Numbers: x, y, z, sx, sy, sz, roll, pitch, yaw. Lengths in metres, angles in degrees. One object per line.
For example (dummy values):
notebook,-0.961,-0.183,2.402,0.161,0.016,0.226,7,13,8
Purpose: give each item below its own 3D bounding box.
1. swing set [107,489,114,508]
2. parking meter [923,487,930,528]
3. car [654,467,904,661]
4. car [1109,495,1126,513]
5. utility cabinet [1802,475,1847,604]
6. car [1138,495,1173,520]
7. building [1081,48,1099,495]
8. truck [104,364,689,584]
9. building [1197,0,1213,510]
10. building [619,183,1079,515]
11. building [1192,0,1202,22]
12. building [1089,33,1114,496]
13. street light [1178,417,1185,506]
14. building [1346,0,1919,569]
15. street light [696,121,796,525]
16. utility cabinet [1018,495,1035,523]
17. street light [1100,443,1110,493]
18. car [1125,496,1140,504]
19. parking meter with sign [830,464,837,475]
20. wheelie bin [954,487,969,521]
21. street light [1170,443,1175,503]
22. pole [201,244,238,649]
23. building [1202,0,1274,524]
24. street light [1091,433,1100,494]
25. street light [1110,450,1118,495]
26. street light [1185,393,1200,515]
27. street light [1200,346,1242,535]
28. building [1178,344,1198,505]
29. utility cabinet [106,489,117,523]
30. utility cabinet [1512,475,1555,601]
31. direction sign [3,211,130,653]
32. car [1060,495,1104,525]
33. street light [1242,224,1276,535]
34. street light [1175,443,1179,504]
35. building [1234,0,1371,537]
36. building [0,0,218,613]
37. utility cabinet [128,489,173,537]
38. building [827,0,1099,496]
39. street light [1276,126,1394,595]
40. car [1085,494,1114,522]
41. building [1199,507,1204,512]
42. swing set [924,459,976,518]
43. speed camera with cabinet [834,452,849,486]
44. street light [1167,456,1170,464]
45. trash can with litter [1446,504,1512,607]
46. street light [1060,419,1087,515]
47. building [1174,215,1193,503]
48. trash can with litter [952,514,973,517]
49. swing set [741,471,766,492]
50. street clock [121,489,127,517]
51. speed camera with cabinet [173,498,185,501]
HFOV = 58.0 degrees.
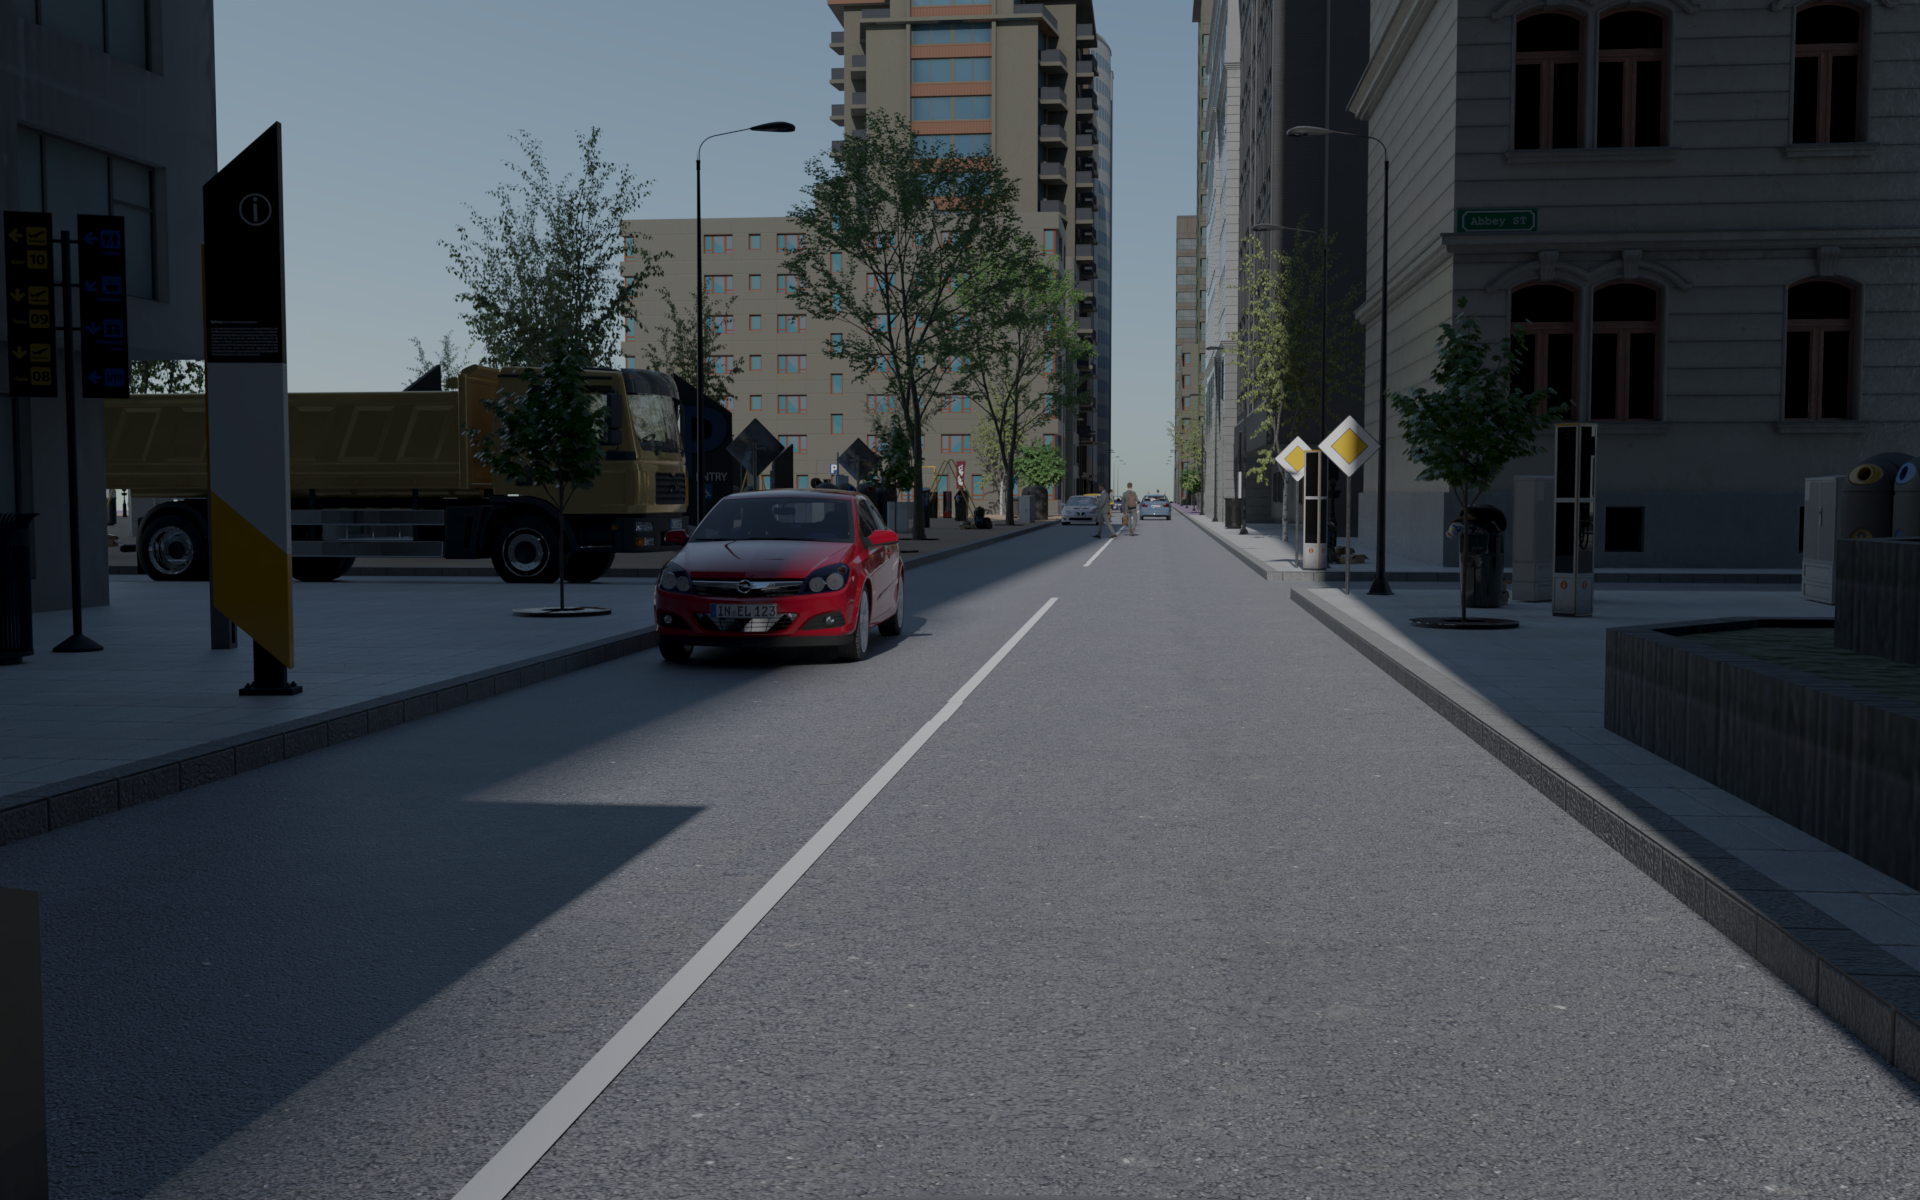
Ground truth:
swing set,-26.756,-3.686,57.893,2.862,2.851,3.119,1,4,14
parking meter,-1.328,-3.504,65.709,0.372,1.533,0.369,0,3,0
car,-1.591,-0.441,16.247,2.155,1.783,4.494,0,4,5
car,11.798,-7.374,133.142,1.945,1.354,3.894,0,4,8
utility cabinet,10.238,-0.715,20.371,0.318,1.500,1.173,1,4,10
car,10.793,-5.125,95.791,2.014,1.417,4.499,0,4,6
building,6.014,-31.906,171.777,14.600,45.320,14.200,0,4,6
truck,-8.426,-1.922,27.352,9.791,3.379,3.469,0,4,8
building,26.991,-28.202,144.695,14.154,41.232,14.086,0,4,6
building,-6.080,-16.952,122.208,27.650,21.520,28.899,0,4,6
building,36.558,-35.163,164.152,28.713,52.752,27.495,0,4,6
building,8.227,-41.324,217.639,21.231,58.520,28.212,0,4,6
street light,14.308,-8.168,106.085,1.470,5.913,1.316,0,4,6
building,20.204,-15.107,34.394,23.554,28.519,14.401,0,4,6
street light,-2.746,-3.013,21.811,1.470,5.913,1.316,0,4,6
utility cabinet,2.974,-4.043,77.257,0.306,1.237,1.020,-2,4,-27
street light,12.506,-11.237,156.273,1.470,5.913,1.316,0,4,6
car,24.294,-14.173,244.090,2.083,1.381,4.827,0,4,8
parking meter with sign,-6.959,-6.426,101.326,0.543,3.016,1.738,1,4,23
wheelie bin,0.098,-4.543,82.192,0.693,1.594,0.980,1,4,11
street light,19.933,-11.227,156.106,1.470,5.913,1.316,0,4,6
pole,-6.109,-1.250,14.284,0.158,3.312,0.155,0,3,0
building,18.491,-19.036,88.738,11.434,29.767,29.804,0,4,6
street light,9.703,-9.734,131.684,1.470,5.913,1.316,0,4,6
street light,16.214,-13.263,189.392,1.470,5.913,1.316,0,4,6
street light,11.271,-6.575,80.038,1.470,5.913,1.316,0,4,6
street light,8.410,-5.011,54.467,1.470,5.913,1.316,0,4,6
building,40.935,-22.465,212.340,27.650,21.520,28.899,0,4,6
utility cabinet,-37.358,-4.126,76.140,0.318,1.500,1.173,-3,4,-38
utility cabinet,7.102,-0.744,20.848,1.173,1.500,0.318,-3,5,-43
direction sign,-7.218,-1.350,14.069,0.876,3.537,0.379,-1,4,-18
car,5.769,-4.203,81.088,2.083,1.381,4.827,0,4,7
street light,5.709,-3.506,29.866,1.470,5.913,1.316,0,4,6
street light,17.180,-9.688,130.944,1.470,5.913,1.316,0,4,6
building,17.588,-16.414,61.871,14.314,27.812,24.014,0,4,6
building,-16.100,-20.345,16.239,14.086,41.232,14.154,0,4,6
utility cabinet,-24.179,-2.634,51.737,1.173,1.500,0.318,-3,5,-43
building,0.661,-30.332,150.547,22.147,44.769,28.867,0,4,6
street light,4.828,-3.025,21.996,1.470,5.913,1.316,0,4,6
car,6.996,-4.879,89.994,2.015,1.641,3.980,0,4,5
building,28.190,-42.078,126.222,20.563,71.187,20.611,0,4,6
swing set,-0.523,-4.961,78.725,2.862,2.851,3.119,0,4,-5
speed camera with cabinet,-5.373,-5.319,81.298,0.660,3.252,2.038,-1,4,-19
street light,22.600,-12.732,180.710,1.470,5.913,1.316,0,4,6
trash can with litter,5.971,-0.517,19.841,0.624,1.170,1.055,2,4,26
street light,6.908,-8.207,106.725,1.470,5.913,1.316,0,4,6
building,38.739,-34.943,254.916,14.154,41.232,14.086,0,4,6
trash can with litter,0.010,-5.293,97.598,1.678,1.210,2.233,2,4,32
swing set,-13.940,-6.615,105.783,3.119,2.851,2.862,-2,4,-31
street clock,-46.185,-5.575,95.720,0.471,2.002,0.358,-3,5,-41
speed camera with cabinet,-29.863,-4.463,67.302,2.038,3.252,0.660,1,4,21
